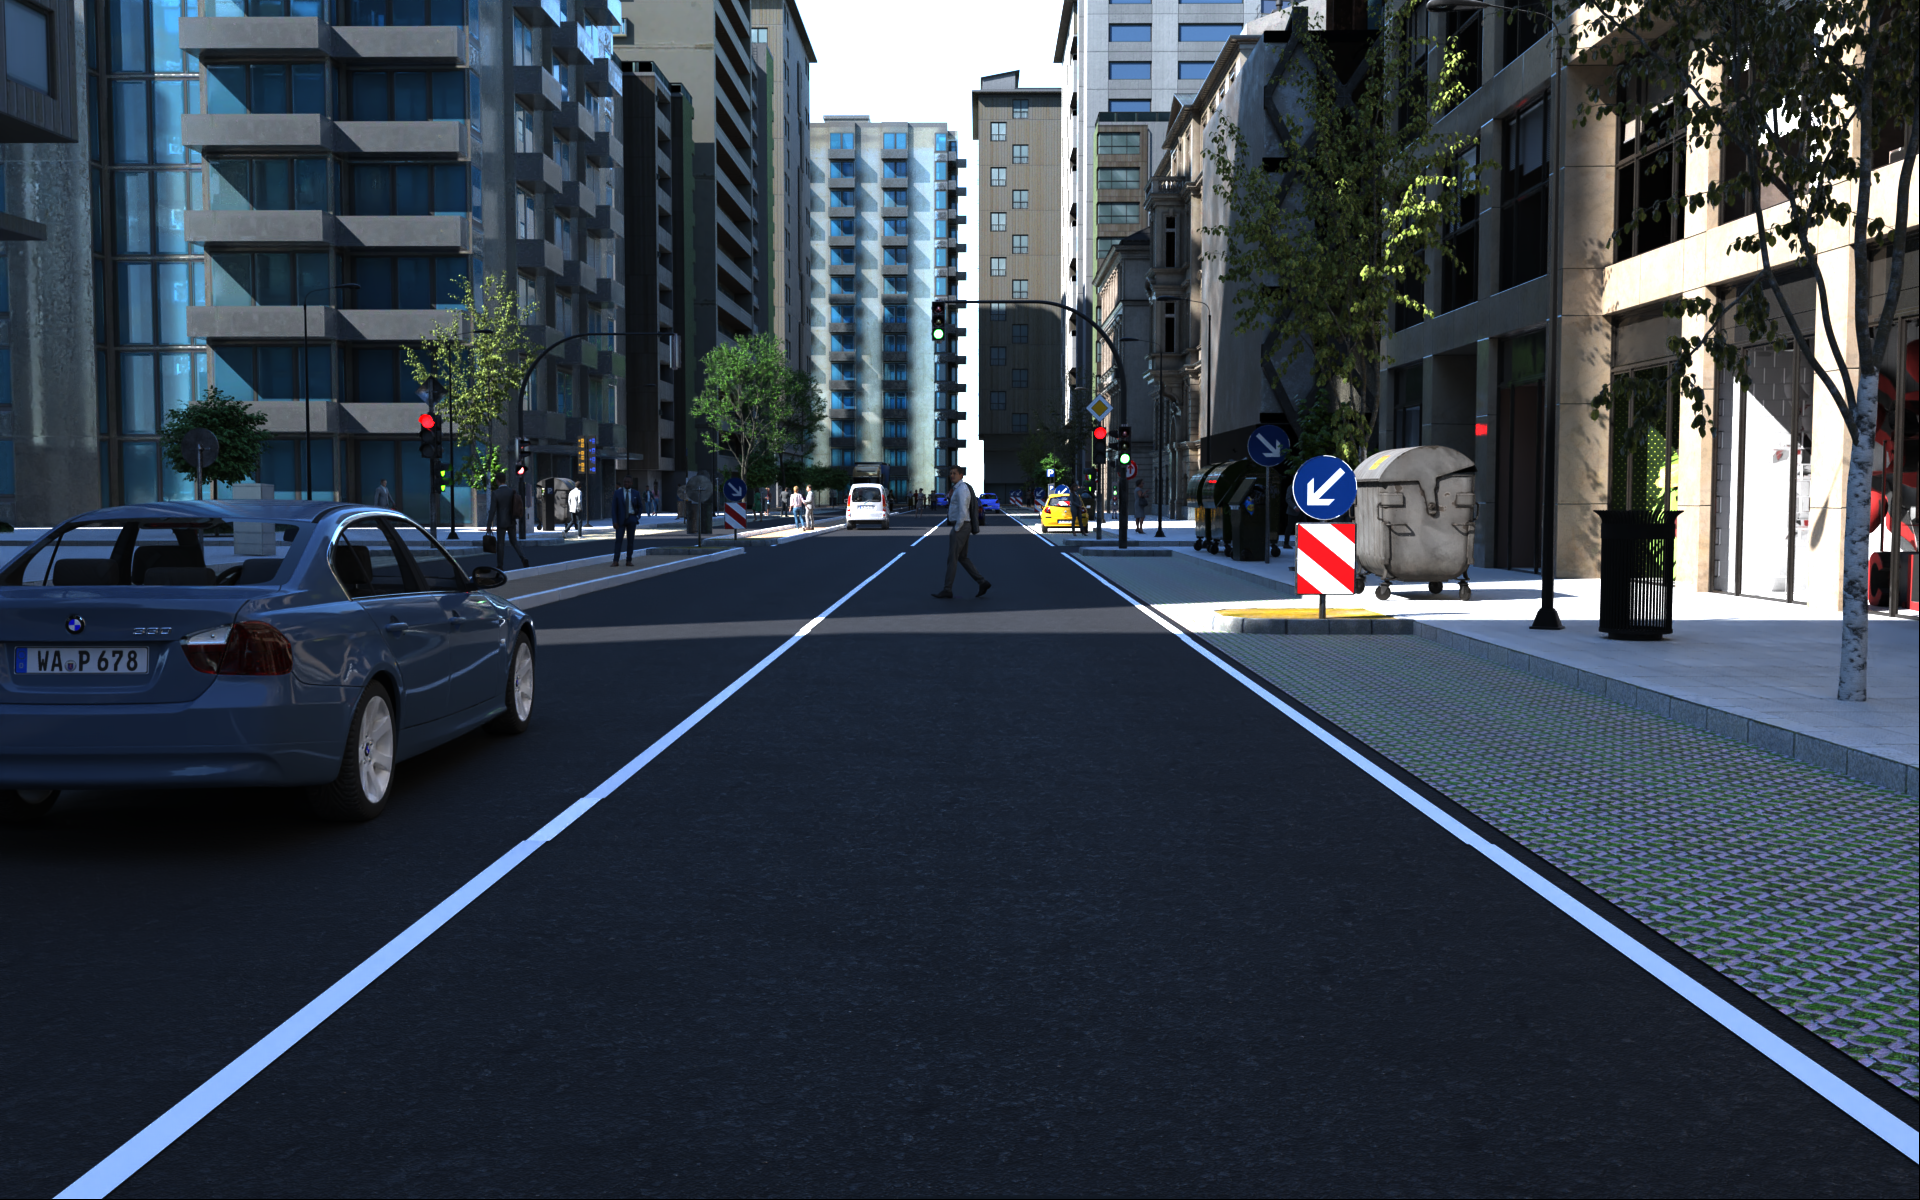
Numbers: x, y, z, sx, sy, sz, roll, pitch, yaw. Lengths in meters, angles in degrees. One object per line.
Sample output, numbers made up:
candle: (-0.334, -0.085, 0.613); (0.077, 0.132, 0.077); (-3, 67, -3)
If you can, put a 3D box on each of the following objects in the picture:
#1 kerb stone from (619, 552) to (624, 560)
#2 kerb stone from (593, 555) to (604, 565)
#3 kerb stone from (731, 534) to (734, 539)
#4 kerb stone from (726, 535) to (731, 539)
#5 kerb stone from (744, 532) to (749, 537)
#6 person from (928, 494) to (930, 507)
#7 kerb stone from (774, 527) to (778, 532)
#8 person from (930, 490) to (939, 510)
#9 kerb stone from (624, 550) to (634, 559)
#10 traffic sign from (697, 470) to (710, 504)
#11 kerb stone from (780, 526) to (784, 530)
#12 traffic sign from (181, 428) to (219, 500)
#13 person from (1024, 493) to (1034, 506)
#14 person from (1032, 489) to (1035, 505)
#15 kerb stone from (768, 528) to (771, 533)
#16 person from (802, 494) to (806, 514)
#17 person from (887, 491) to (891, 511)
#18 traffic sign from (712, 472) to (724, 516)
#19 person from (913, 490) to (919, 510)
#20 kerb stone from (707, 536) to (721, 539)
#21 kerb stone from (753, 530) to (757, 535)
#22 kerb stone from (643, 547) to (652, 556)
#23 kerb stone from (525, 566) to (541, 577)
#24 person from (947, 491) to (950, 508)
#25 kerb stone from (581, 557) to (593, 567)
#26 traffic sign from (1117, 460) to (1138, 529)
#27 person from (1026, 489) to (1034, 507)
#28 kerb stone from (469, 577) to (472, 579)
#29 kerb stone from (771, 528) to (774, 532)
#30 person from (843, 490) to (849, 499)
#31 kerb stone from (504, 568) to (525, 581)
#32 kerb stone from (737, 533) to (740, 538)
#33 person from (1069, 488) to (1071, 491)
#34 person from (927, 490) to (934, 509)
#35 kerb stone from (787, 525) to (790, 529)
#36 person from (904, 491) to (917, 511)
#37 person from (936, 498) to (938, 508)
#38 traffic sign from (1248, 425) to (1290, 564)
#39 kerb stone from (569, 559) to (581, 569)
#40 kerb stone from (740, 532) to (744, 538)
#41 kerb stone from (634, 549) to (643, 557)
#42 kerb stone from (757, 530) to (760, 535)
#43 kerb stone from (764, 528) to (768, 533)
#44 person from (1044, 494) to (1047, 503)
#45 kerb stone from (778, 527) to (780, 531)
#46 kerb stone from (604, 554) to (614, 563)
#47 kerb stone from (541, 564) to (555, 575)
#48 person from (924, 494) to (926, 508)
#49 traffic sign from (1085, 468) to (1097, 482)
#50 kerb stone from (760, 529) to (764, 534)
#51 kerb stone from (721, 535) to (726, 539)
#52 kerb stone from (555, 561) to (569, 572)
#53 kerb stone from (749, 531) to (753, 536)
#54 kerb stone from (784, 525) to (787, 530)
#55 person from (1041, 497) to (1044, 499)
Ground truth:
kerb stone: (-7.405, -0.909, 37.101); (0.120, 0.150, 1.000); (0, 4, 1)
kerb stone: (-7.426, -0.786, 35.054); (0.120, 0.150, 1.000); (0, 4, 1)
kerb stone: (-7.219, -1.951, 54.100); (0.120, 0.150, 1.000); (0, 4, 1)
kerb stone: (-7.236, -1.888, 53.077); (0.120, 0.150, 1.000); (0, 4, 1)
kerb stone: (-7.182, -2.138, 57.181); (0.120, 0.150, 1.000); (0, 4, 1)
person: (-3.424, -11.099, 193.220); (0.557, 1.426, 1.065); (0, 4, 3)
kerb stone: (-7.097, -2.642, 65.394); (0.120, 0.150, 1.000); (0, 4, 1)
person: (-2.218, -8.696, 151.208); (0.617, 1.759, 0.750); (1, 4, 22)
kerb stone: (-7.385, -0.971, 38.125); (0.120, 0.150, 1.000); (0, 4, 1)
traffic sign: (-13.672, -5.631, 92.173); (0.768, 2.556, 0.104); (0, 4, 4)
kerb stone: (-7.075, -2.768, 67.453); (0.120, 0.150, 1.000); (0, 4, 1)
traffic sign: (-14.611, -2.030, 33.297); (0.768, 2.556, 0.104); (0, 4, 6)
person: (7.420, -10.981, 186.401); (1.217, 1.723, 0.721); (2, 4, 24)
person: (8.372, -11.580, 195.313); (1.348, 1.831, 0.705); (-3, 4, -37)
kerb stone: (-7.126, -2.516, 63.327); (0.120, 0.150, 1.000); (0, 4, 1)
person: (-11.446, -7.038, 126.795); (0.991, 1.433, 0.599); (1, 4, 10)
person: (-5.539, -7.476, 131.550); (0.721, 1.723, 1.217); (-1, 4, -16)
traffic sign: (-14.164, -6.189, 101.292); (0.768, 2.556, 0.104); (1, 4, 9)
person: (-3.951, -9.113, 157.436); (1.348, 1.831, 0.705); (-2, 4, -28)
kerb stone: (-7.254, -1.762, 51.025); (0.120, 0.150, 1.000); (0, 4, 1)
kerb stone: (-7.160, -2.265, 59.228); (0.120, 0.150, 1.000); (0, 4, 1)
kerb stone: (-7.360, -1.099, 40.168); (0.120, 0.150, 1.000); (0, 4, 1)
kerb stone: (-7.475, -0.473, 29.923); (0.120, 0.150, 1.000); (0, 4, 1)
person: (-1.222, -10.701, 184.399); (0.436, 1.711, 0.756); (3, 4, 37)
kerb stone: (-7.433, -0.723, 34.028); (0.120, 0.150, 1.000); (0, 4, 1)
traffic sign: (6.118, -3.869, 63.360); (0.768, 2.556, 0.104); (0, 4, 7)
person: (7.101, -10.315, 175.228); (0.750, 1.759, 0.617); (-3, 5, -43)
kerb stone: (-7.515, -0.285, 26.849); (0.120, 0.150, 1.000); (0, 4, 1)
kerb stone: (-7.114, -2.579, 64.367); (0.120, 0.150, 1.000); (0, 4, 1)
person: (-11.232, -10.141, 174.305); (1.348, 1.824, 0.705); (-2, 4, -32)
kerb stone: (-7.488, -0.410, 28.901); (0.120, 0.150, 1.000); (0, 4, 1)
kerb stone: (-7.209, -2.014, 55.126); (0.120, 0.150, 1.000); (0, 4, 1)
person: (9.348, -8.661, 147.654); (0.705, 1.823, 1.348); (0, 4, 8)
person: (-2.746, -9.837, 169.417); (0.705, 1.814, 1.350); (-3, 5, -44)
kerb stone: (-7.055, -2.890, 69.504); (0.120, 0.150, 1.000); (0, 4, 1)
person: (-4.305, -8.657, 150.779); (1.217, 1.736, 0.721); (0, 4, 4)
person: (-2.312, -9.984, 174.968); (0.599, 1.433, 0.991); (0, 4, -7)
traffic sign: (5.682, -1.947, 31.935); (0.768, 2.556, 0.104); (1, 4, 10)
kerb stone: (-7.437, -0.661, 33.004); (0.120, 0.150, 1.000); (0, 4, 1)
kerb stone: (-7.204, -2.071, 56.153); (0.120, 0.150, 1.000); (0, 4, 1)
kerb stone: (-7.380, -1.037, 39.147); (0.120, 0.150, 1.000); (0, 4, 1)
kerb stone: (-7.154, -2.324, 60.251); (0.120, 0.150, 1.000); (0, 4, 1)
kerb stone: (-7.131, -2.447, 62.306); (0.120, 0.150, 1.000); (0, 4, 1)
person: (7.758, -9.304, 159.640); (0.415, 1.643, 0.593); (-2, 4, -35)
kerb stone: (-7.103, -2.702, 66.423); (0.120, 0.150, 1.000); (0, 4, 1)
kerb stone: (-7.419, -0.849, 36.078); (0.120, 0.150, 1.000); (0, 4, 1)
kerb stone: (-7.459, -0.532, 30.945); (0.120, 0.150, 1.000); (0, 4, 1)
person: (-3.590, -10.043, 175.968); (0.557, 1.426, 1.065); (1, 4, 17)
traffic sign: (6.534, -5.189, 84.952); (0.768, 2.556, 0.104); (1, 4, 8)
kerb stone: (-7.152, -2.390, 61.277); (0.120, 0.150, 1.000); (0, 4, 1)
kerb stone: (-7.250, -1.826, 52.055); (0.120, 0.150, 1.000); (0, 4, 1)
kerb stone: (-7.452, -0.593, 31.974); (0.120, 0.150, 1.000); (0, 4, 1)
kerb stone: (-7.177, -2.202, 58.206); (0.120, 0.150, 1.000); (0, 4, 1)
kerb stone: (-7.066, -2.831, 68.482); (0.120, 0.150, 1.000); (0, 4, 1)
person: (8.945, -11.384, 192.174); (0.705, 1.824, 1.348); (-2, 4, -34)
